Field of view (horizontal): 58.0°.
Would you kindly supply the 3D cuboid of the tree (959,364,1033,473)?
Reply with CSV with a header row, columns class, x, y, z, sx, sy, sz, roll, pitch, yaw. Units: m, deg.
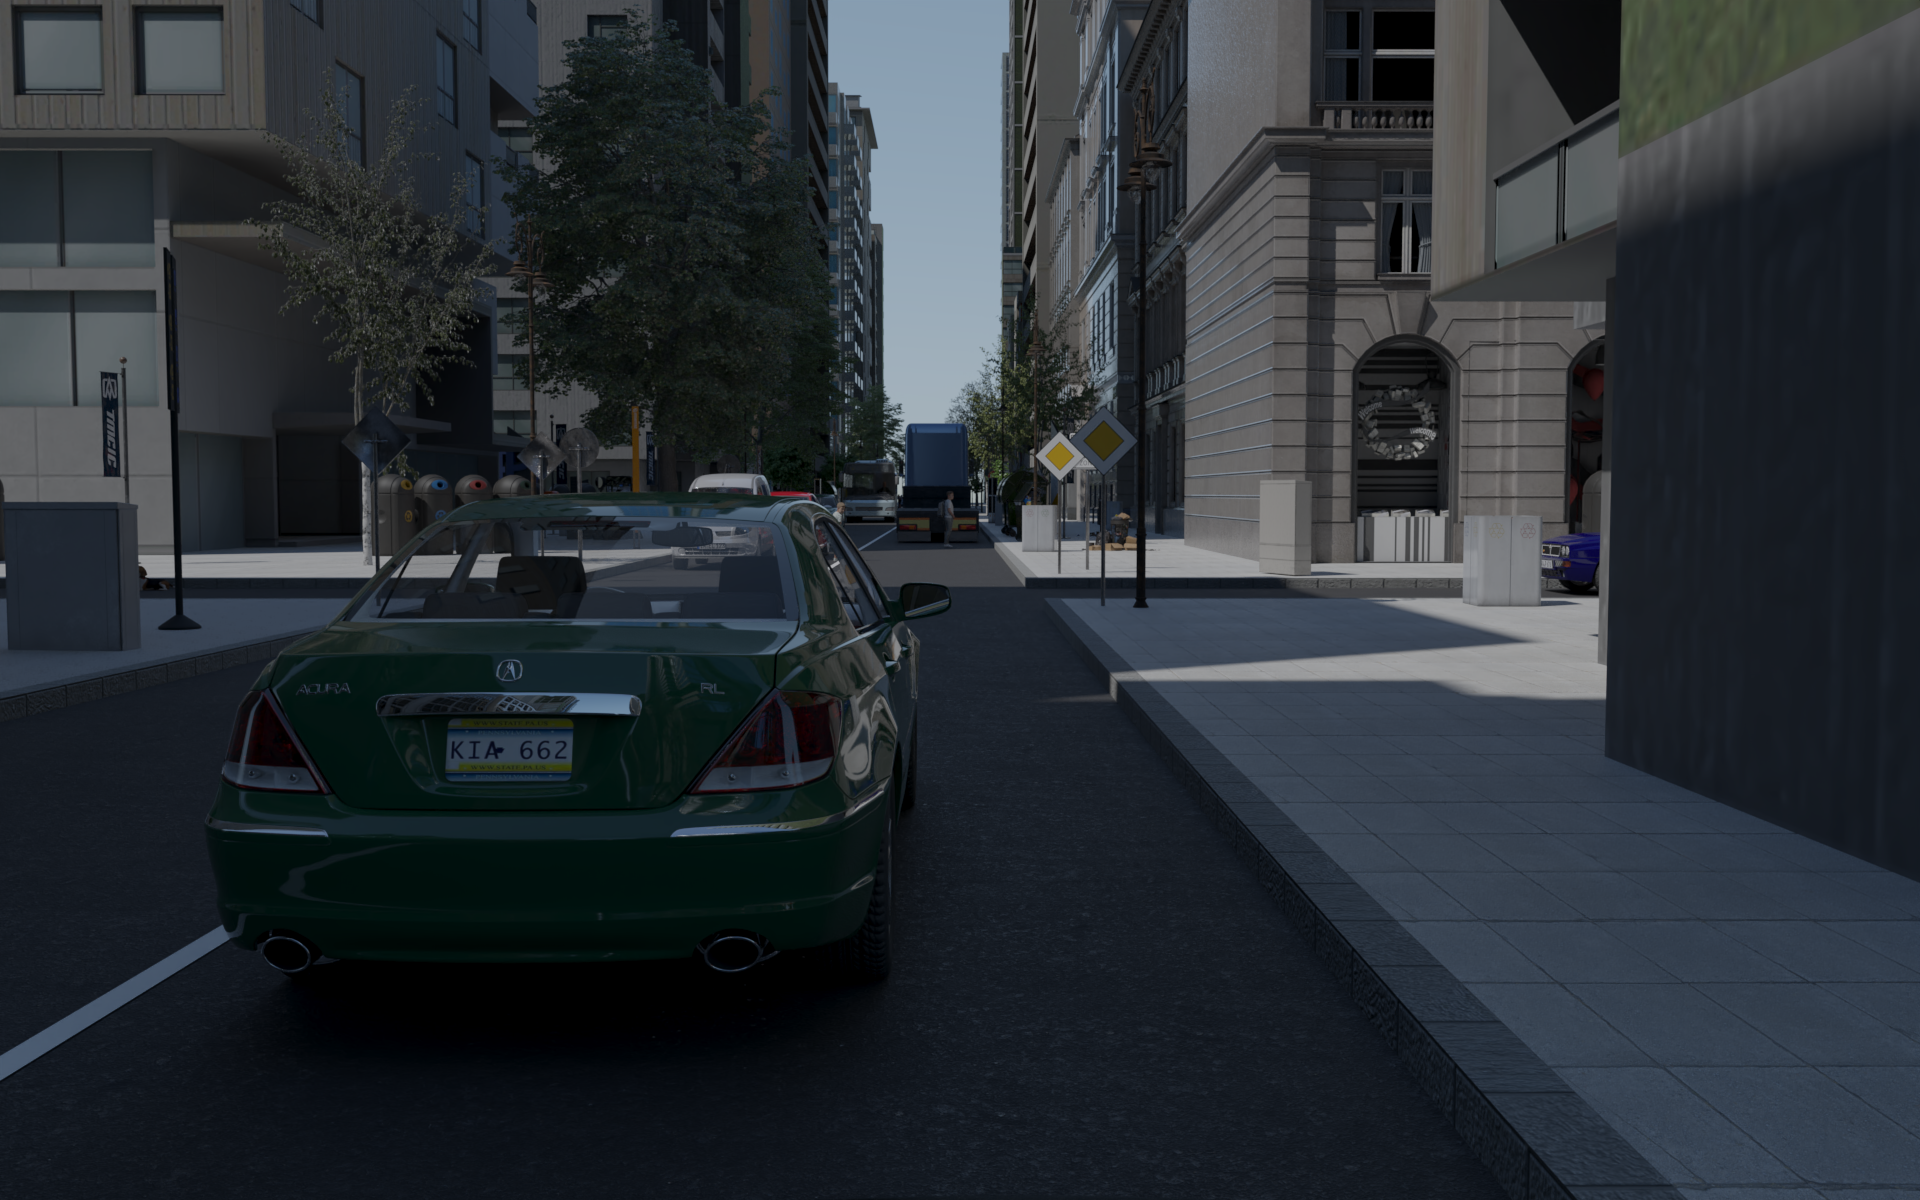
class,x,y,z,sx,sy,sz,roll,pitch,yaw
tree,2.065,-9.062,98.524,4.360,8.622,3.978,0,3,0

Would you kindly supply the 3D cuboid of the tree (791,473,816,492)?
class,x,y,z,sx,sy,sz,roll,pitch,yaw
tree,-7.853,-5.596,86.098,1.663,3.219,1.824,0,3,0

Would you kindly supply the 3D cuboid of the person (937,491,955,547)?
class,x,y,z,sx,sy,sz,roll,pitch,yaw
person,-0.322,-2.189,46.892,0.503,1.515,0.523,3,5,42

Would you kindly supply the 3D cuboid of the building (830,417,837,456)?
class,x,y,z,sx,sy,sz,roll,pitch,yaw
building,-21.885,-51.420,153.384,22.319,86.520,31.000,0,4,0

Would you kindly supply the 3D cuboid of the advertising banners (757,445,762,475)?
class,x,y,z,sx,sy,sz,roll,pitch,yaw
advertising banners,-7.313,-3.987,61.382,0.090,3.025,2.074,1,4,10

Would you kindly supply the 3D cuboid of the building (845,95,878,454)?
class,x,y,z,sx,sy,sz,roll,pitch,yaw
building,-25.789,-39.380,233.103,28.713,52.752,27.495,0,4,0

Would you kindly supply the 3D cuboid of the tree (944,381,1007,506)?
class,x,y,z,sx,sy,sz,roll,pitch,yaw
tree,1.721,-16.940,187.344,12.009,13.543,11.850,0,3,0

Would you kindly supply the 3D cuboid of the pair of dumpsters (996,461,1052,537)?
class,x,y,z,sx,sy,sz,roll,pitch,yaw
pair of dumpsters,1.974,-3.130,53.676,1.574,2.255,4.437,0,4,0

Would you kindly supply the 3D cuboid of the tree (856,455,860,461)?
class,x,y,z,sx,sy,sz,roll,pitch,yaw
tree,-8.031,-8.159,117.107,4.285,4.588,4.351,0,3,0

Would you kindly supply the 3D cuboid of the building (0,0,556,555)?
class,x,y,z,sx,sy,sz,roll,pitch,yaw
building,-27.529,-27.991,46.891,28.713,52.752,27.495,0,4,0

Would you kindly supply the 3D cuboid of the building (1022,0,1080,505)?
class,x,y,z,sx,sy,sz,roll,pitch,yaw
building,15.247,-30.059,115.171,21.300,48.544,21.600,0,4,0

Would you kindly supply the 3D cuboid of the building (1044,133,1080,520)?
class,x,y,z,sx,sy,sz,roll,pitch,yaw
building,9.913,-14.943,93.474,9.793,20.994,18.267,0,4,0

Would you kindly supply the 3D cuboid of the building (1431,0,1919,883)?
class,x,y,z,sx,sy,sz,roll,pitch,yaw
building,10.159,-19.898,8.934,14.154,41.232,14.086,0,4,0

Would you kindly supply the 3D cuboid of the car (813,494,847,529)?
class,x,y,z,sx,sy,sz,roll,pitch,yaw
car,-5.016,-2.996,60.784,2.131,1.459,4.920,0,4,-1

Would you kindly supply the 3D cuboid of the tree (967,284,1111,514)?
class,x,y,z,sx,sy,sz,roll,pitch,yaw
tree,3.172,-6.807,61.654,4.737,8.622,4.395,0,3,0

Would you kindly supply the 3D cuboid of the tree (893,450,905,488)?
class,x,y,z,sx,sy,sz,roll,pitch,yaw
tree,-8.251,-18.791,257.598,4.737,8.622,4.395,0,3,0

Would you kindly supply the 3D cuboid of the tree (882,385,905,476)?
class,x,y,z,sx,sy,sz,roll,pitch,yaw
tree,-8.776,-15.916,178.355,7.486,12.596,7.792,0,3,0

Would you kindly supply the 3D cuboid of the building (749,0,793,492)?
class,x,y,z,sx,sy,sz,roll,pitch,yaw
building,-18.278,-28.134,110.106,14.600,45.320,14.200,0,4,0

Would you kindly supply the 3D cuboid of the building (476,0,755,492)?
class,x,y,z,sx,sy,sz,roll,pitch,yaw
building,-17.912,-19.124,84.381,14.160,30.474,14.107,0,4,0

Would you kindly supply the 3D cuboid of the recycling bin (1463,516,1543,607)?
class,x,y,z,sx,sy,sz,roll,pitch,yaw
recycling bin,6.272,-0.458,20.042,0.722,1.027,0.722,0,4,1

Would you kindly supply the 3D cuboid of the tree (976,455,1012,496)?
class,x,y,z,sx,sy,sz,roll,pitch,yaw
tree,1.950,-5.488,84.333,1.663,3.219,1.824,0,3,0

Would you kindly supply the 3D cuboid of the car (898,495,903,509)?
class,x,y,z,sx,sy,sz,roll,pitch,yaw
car,-5.205,-9.663,169.996,2.014,1.417,4.499,0,4,0

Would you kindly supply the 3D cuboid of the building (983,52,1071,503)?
class,x,y,z,sx,sy,sz,roll,pitch,yaw
building,14.764,-57.046,245.376,22.319,86.520,31.000,0,4,0

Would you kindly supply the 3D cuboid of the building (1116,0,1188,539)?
class,x,y,z,sx,sy,sz,roll,pitch,yaw
building,11.078,-11.626,54.716,10.561,19.102,19.286,0,4,0

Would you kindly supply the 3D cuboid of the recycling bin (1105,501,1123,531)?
class,x,y,z,sx,sy,sz,roll,pitch,yaw
recycling bin,5.311,-2.952,60.815,0.722,1.027,0.722,1,4,13

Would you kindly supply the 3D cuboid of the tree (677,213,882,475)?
class,x,y,z,sx,sy,sz,roll,pitch,yaw
tree,-7.727,-9.271,69.711,7.486,12.596,7.792,0,3,0

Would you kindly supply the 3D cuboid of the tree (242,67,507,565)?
class,x,y,z,sx,sy,sz,roll,pitch,yaw
tree,-10.422,-4.929,30.958,4.360,8.622,3.978,0,3,0

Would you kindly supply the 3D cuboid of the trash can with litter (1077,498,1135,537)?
class,x,y,z,sx,sy,sz,roll,pitch,yaw
trash can with litter,4.389,-2.559,52.890,1.678,1.210,2.233,0,4,-5

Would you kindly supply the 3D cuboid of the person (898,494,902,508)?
class,x,y,z,sx,sy,sz,roll,pitch,yaw
person,-5.508,-8.863,156.597,0.628,1.438,0.799,-1,4,-22

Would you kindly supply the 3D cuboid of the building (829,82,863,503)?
class,x,y,z,sx,sy,sz,roll,pitch,yaw
building,-23.034,-35.754,204.183,23.786,49.044,30.456,0,4,0

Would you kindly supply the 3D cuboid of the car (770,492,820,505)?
class,x,y,z,sx,sy,sz,roll,pitch,yaw
car,-3.983,-1.833,39.018,2.155,1.783,4.494,0,4,1

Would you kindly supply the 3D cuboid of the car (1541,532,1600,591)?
class,x,y,z,sx,sy,sz,roll,pitch,yaw
car,10.378,-0.758,24.975,3.894,1.354,1.945,0,3,0

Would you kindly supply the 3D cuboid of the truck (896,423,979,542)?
class,x,y,z,sx,sy,sz,roll,pitch,yaw
truck,-0.800,-4.290,59.895,2.967,4.110,18.799,0,4,-1

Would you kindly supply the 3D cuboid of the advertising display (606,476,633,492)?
class,x,y,z,sx,sy,sz,roll,pitch,yaw
advertising display,-11.987,-3.411,60.981,0.974,1.923,0.123,1,4,15

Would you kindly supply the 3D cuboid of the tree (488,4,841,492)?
class,x,y,z,sx,sy,sz,roll,pitch,yaw
tree,-7.754,-8.519,45.935,9.857,13.997,8.962,0,3,0

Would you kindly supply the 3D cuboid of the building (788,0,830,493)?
class,x,y,z,sx,sy,sz,roll,pitch,yaw
building,-21.082,-30.856,128.204,21.300,48.544,21.600,0,4,0

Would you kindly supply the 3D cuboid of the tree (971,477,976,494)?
class,x,y,z,sx,sy,sz,roll,pitch,yaw
tree,1.307,-9.194,144.928,1.663,3.219,1.824,0,3,0

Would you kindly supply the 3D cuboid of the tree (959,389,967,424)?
class,x,y,z,sx,sy,sz,roll,pitch,yaw
tree,2.391,-7.870,79.035,4.737,8.622,4.395,0,3,0

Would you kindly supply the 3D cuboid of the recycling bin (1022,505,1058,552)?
class,x,y,z,sx,sy,sz,roll,pitch,yaw
recycling bin,1.788,-1.600,38.716,0.722,1.027,0.722,1,4,10

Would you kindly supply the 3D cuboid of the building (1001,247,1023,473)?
class,x,y,z,sx,sy,sz,roll,pitch,yaw
building,11.832,-26.397,203.285,14.160,30.474,14.107,0,4,0

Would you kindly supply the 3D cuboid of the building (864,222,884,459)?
class,x,y,z,sx,sy,sz,roll,pitch,yaw
building,-18.462,-34.918,254.504,14.154,41.232,14.086,0,4,0

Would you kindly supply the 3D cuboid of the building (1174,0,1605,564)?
class,x,y,z,sx,sy,sz,roll,pitch,yaw
building,17.179,-11.931,36.865,24.055,21.916,13.314,0,4,0

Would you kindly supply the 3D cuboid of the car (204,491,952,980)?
class,x,y,z,sx,sy,sz,roll,pitch,yaw
car,-1.098,0.322,6.540,2.131,1.459,4.920,0,3,0

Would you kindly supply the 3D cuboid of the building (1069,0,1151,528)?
class,x,y,z,sx,sy,sz,roll,pitch,yaw
building,11.984,-17.626,74.092,13.634,28.700,20.117,0,4,0

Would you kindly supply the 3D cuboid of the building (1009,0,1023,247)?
class,x,y,z,sx,sy,sz,roll,pitch,yaw
building,14.525,-47.819,220.085,20.563,71.187,20.611,0,4,0

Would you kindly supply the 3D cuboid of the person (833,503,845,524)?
class,x,y,z,sx,sy,sz,roll,pitch,yaw
person,-2.611,-1.457,37.002,0.352,1.250,0.332,0,4,7

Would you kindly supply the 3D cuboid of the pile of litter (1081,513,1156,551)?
class,x,y,z,sx,sy,sz,roll,pitch,yaw
pile of litter,3.668,-1.557,39.428,1.719,0.858,1.176,1,4,23

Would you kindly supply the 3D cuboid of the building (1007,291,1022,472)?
class,x,y,z,sx,sy,sz,roll,pitch,yaw
building,18.679,-19.373,161.788,27.650,21.520,28.899,0,4,0

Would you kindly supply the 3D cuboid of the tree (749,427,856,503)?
class,x,y,z,sx,sy,sz,roll,pitch,yaw
tree,-7.875,-5.775,78.129,4.285,4.588,4.351,0,3,0
